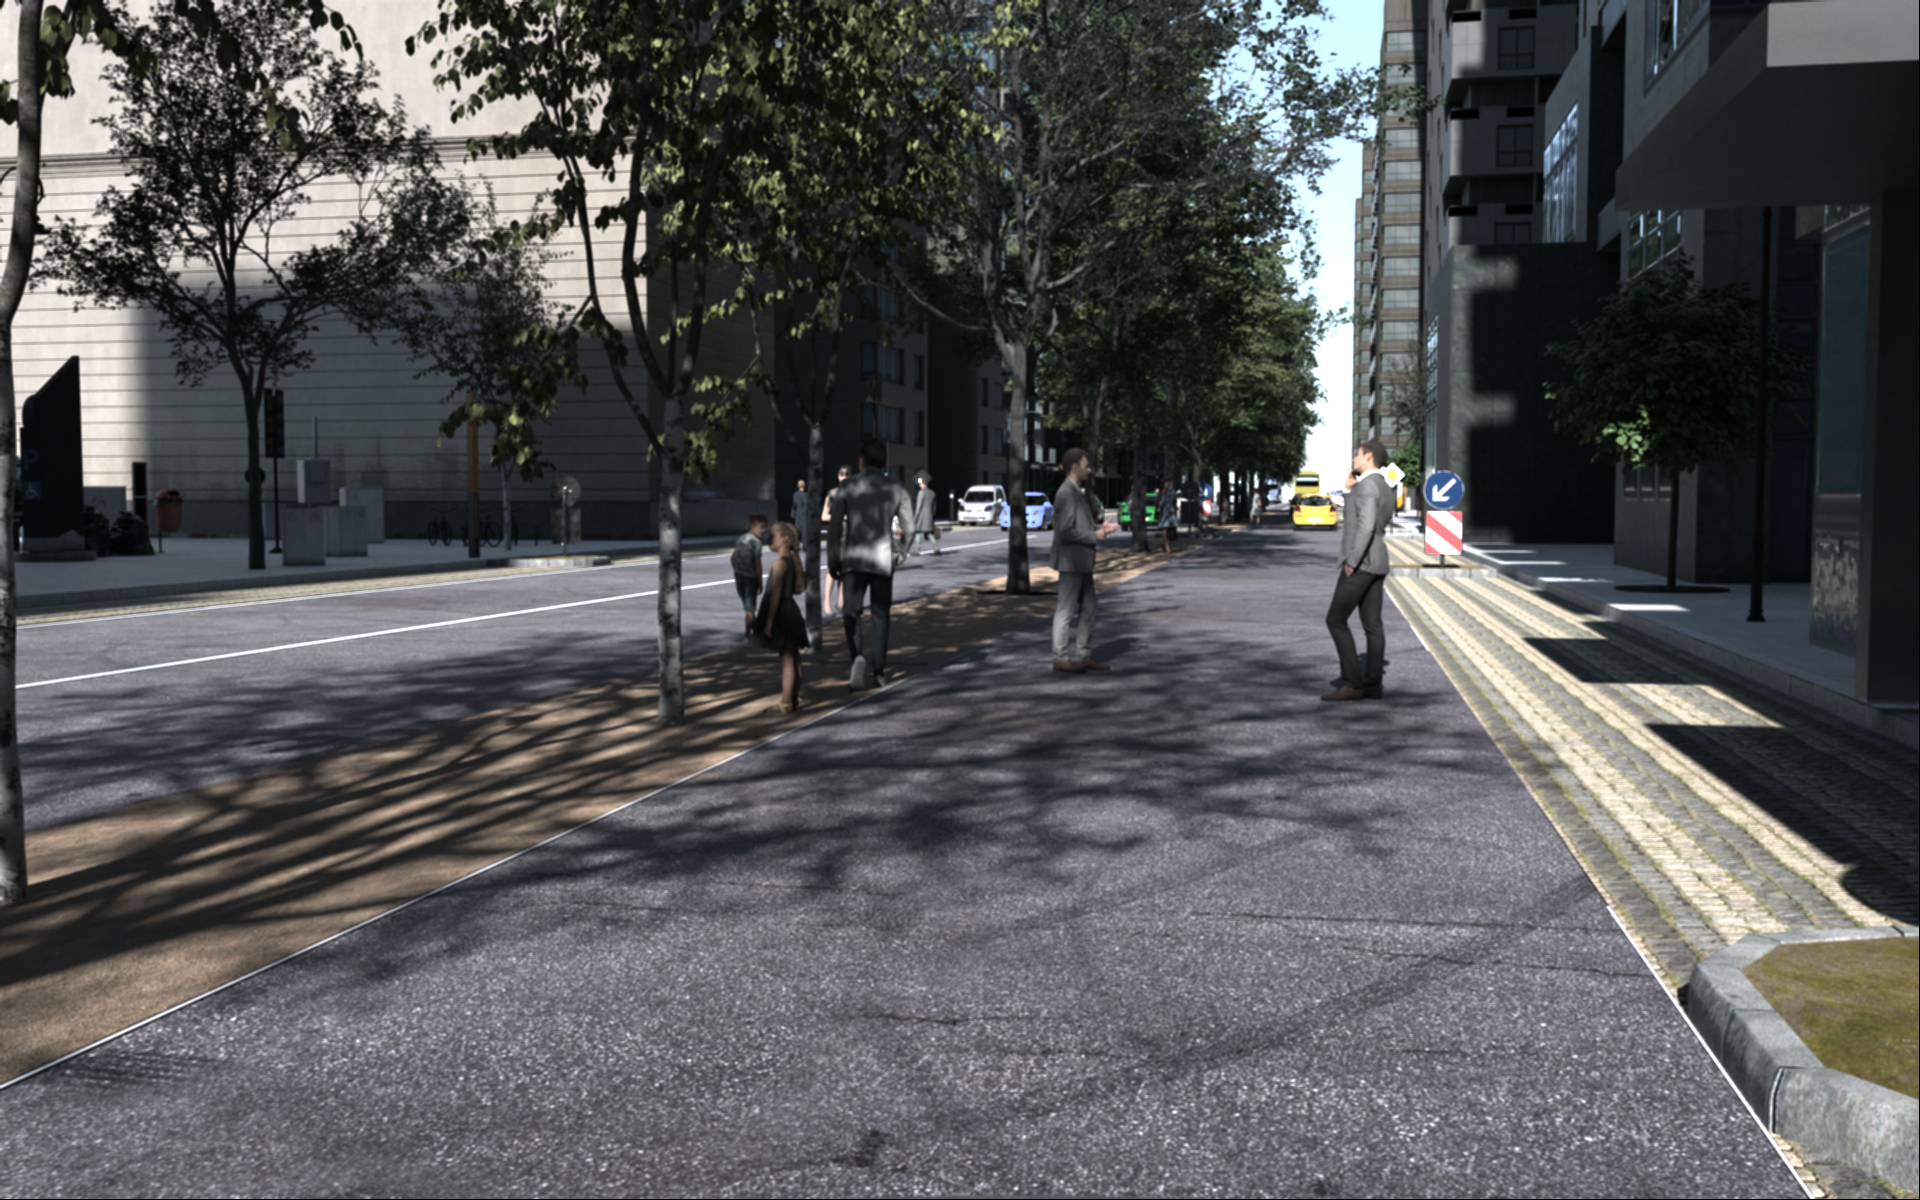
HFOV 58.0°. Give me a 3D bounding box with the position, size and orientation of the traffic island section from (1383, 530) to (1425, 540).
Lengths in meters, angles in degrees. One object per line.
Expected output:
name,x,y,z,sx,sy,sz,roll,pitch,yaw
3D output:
traffic island section,13.831,-2.028,55.445,2.009,0.180,2.903,1,4,12

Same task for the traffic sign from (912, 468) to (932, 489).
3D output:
traffic sign,-1.459,-3.856,66.695,0.795,2.450,0.064,1,4,12

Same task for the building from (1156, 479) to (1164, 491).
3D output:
building,8.147,-31.324,204.032,32.217,40.220,23.993,1,4,12

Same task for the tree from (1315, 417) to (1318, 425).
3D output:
tree,21.583,-11.529,125.374,8.767,10.594,7.601,1,4,12

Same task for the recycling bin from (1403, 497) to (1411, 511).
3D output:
recycling bin,34.582,-7.483,134.897,0.722,1.027,0.722,-2,4,-28

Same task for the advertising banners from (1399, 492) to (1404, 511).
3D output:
advertising banners,33.768,-8.364,132.935,0.090,3.025,2.074,0,4,-2

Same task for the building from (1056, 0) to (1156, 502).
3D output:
building,9.937,-45.355,179.798,20.563,71.187,20.611,1,4,12

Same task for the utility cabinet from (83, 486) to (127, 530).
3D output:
utility cabinet,-22.996,-2.306,46.390,1.173,1.500,0.318,-1,4,-9

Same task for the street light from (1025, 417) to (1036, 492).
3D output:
street light,4.221,-8.030,104.072,0.468,5.910,1.993,1,4,12

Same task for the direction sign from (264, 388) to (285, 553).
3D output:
direction sign,-14.822,-2.783,37.507,0.379,3.537,0.876,0,4,3

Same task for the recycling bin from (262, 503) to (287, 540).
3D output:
recycling bin,-19.420,-2.208,48.656,0.722,1.027,0.722,2,4,35

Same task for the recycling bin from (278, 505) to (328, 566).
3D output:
recycling bin,-11.887,-1.149,31.344,0.722,1.027,0.722,-1,4,-22

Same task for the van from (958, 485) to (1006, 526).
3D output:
van,1.018,-4.325,77.724,2.013,2.044,4.112,1,4,11

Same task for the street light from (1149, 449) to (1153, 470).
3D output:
street light,19.799,-12.633,179.341,0.468,5.910,1.993,1,4,12

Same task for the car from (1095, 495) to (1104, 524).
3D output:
car,5.723,-4.263,81.494,2.131,1.459,4.920,1,4,10

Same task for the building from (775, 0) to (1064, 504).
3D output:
building,-5.206,-30.926,125.249,23.786,49.044,30.456,1,4,12

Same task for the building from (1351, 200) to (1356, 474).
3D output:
building,61.461,-33.992,239.369,14.154,41.232,14.086,1,4,12

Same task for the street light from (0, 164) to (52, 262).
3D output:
street light,-12.646,-3.056,22.761,0.468,5.910,1.993,1,4,12

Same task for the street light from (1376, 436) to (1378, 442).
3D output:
street light,32.463,-9.920,134.982,0.468,5.910,1.993,1,4,12

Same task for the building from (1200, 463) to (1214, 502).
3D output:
building,35.226,-37.088,289.975,14.154,41.232,14.086,1,4,12

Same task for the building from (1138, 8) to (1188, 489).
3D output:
building,20.929,-56.653,238.948,22.319,86.520,31.000,1,4,12

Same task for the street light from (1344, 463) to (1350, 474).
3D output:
street light,57.064,-17.224,254.400,0.468,5.910,1.993,1,4,12

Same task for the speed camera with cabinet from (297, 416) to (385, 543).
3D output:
speed camera with cabinet,-16.007,-3.085,44.776,2.038,3.252,0.660,-3,4,-39

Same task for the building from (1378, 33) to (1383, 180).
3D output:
building,45.268,-31.044,157.676,14.600,45.320,14.200,1,4,12

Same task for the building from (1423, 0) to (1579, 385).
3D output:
building,43.018,-31.564,105.315,28.713,52.752,27.495,1,4,12

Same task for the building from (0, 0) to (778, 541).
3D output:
building,-19.199,-15.756,54.873,25.104,27.353,12.463,1,4,12

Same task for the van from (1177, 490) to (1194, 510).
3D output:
van,20.523,-9.277,158.692,2.013,2.044,4.112,1,4,11

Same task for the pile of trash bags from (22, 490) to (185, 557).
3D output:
pile of trash bags,-17.768,-1.630,36.405,1.912,1.369,3.447,1,4,22

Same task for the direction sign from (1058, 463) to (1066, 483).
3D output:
direction sign,7.674,-8.287,127.489,0.876,3.537,0.379,0,4,-7

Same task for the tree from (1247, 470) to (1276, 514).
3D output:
tree,17.920,-9.415,106.762,4.360,8.622,3.978,0,3,0

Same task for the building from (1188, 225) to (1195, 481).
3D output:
building,28.799,-37.443,262.300,14.600,45.320,14.200,1,4,12

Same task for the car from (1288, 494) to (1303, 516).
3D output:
car,22.909,-6.337,115.402,2.131,1.459,4.920,1,4,11

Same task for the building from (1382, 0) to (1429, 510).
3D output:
building,41.895,-28.116,143.290,14.154,41.232,14.086,1,4,12

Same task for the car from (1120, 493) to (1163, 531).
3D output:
car,7.381,-3.616,67.922,1.959,1.807,4.718,1,4,13

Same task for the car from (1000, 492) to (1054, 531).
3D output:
car,2.654,-3.576,68.067,1.945,1.707,3.694,1,4,12

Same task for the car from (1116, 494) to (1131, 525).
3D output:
car,8.381,-4.195,80.385,2.131,1.459,4.920,1,4,11

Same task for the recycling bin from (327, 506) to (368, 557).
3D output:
recycling bin,-12.754,-1.420,35.764,0.722,1.027,0.722,2,4,27

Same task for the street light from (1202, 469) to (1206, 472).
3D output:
street light,36.824,-17.655,261.449,0.468,5.910,1.993,1,4,12

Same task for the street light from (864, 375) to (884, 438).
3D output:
street light,-3.334,-5.782,67.328,0.468,5.910,1.993,1,4,12

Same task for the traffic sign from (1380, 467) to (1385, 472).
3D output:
traffic sign,15.425,-3.642,63.193,0.795,2.450,0.064,1,4,12

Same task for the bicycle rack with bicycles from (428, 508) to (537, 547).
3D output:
bicycle rack with bicycles,-11.715,-1.806,42.902,2.852,0.926,2.925,-2,4,-30

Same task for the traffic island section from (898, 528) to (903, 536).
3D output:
traffic island section,-3.102,-2.242,58.942,2.009,0.180,2.903,1,4,12

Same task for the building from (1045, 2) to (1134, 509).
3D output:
building,4.221,-30.690,156.412,22.147,44.769,28.867,1,4,12

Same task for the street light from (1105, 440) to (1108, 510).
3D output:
street light,12.103,-10.365,142.249,0.468,5.910,1.993,1,4,12

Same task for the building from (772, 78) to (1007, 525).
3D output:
building,-13.812,-14.797,86.970,27.650,21.520,28.899,1,4,12

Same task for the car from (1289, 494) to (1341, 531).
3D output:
car,14.081,-3.577,68.710,2.015,1.641,3.980,1,4,11

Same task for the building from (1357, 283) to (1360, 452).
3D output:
building,58.974,-27.756,225.510,14.160,30.474,14.107,1,4,12

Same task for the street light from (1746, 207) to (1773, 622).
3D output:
street light,8.026,-2.722,17.287,0.468,5.910,1.993,1,4,12

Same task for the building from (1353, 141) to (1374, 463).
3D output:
building,53.771,-31.708,202.022,14.154,41.232,14.086,1,4,12

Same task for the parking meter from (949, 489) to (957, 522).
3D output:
parking meter,-0.341,-4.348,79.497,0.372,1.533,0.369,0,3,0

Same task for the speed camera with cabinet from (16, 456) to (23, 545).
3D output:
speed camera with cabinet,-22.455,-2.901,41.763,2.038,3.252,0.660,2,4,28

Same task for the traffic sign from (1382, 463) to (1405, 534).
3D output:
traffic sign,13.806,-3.164,55.373,0.795,2.450,0.064,1,4,12

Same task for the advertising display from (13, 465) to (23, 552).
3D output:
advertising display,-20.947,-2.015,38.159,0.974,1.923,0.123,-2,4,-29

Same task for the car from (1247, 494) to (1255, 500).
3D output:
car,34.788,-11.923,204.723,2.009,1.686,4.222,1,4,10

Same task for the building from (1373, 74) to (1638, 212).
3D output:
building,54.116,-34.214,179.014,23.786,49.044,30.456,1,4,12

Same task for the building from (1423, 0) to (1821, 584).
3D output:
building,22.643,-44.209,35.494,22.319,86.520,31.000,1,4,12

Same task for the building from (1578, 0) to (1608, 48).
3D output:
building,40.187,-32.115,67.073,28.212,58.520,21.231,1,4,12

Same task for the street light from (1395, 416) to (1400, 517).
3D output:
street light,24.803,-7.674,98.260,0.468,5.910,1.993,1,4,12

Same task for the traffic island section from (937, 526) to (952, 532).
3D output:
traffic island section,-1.483,-2.721,66.762,2.009,0.180,2.903,1,4,12
